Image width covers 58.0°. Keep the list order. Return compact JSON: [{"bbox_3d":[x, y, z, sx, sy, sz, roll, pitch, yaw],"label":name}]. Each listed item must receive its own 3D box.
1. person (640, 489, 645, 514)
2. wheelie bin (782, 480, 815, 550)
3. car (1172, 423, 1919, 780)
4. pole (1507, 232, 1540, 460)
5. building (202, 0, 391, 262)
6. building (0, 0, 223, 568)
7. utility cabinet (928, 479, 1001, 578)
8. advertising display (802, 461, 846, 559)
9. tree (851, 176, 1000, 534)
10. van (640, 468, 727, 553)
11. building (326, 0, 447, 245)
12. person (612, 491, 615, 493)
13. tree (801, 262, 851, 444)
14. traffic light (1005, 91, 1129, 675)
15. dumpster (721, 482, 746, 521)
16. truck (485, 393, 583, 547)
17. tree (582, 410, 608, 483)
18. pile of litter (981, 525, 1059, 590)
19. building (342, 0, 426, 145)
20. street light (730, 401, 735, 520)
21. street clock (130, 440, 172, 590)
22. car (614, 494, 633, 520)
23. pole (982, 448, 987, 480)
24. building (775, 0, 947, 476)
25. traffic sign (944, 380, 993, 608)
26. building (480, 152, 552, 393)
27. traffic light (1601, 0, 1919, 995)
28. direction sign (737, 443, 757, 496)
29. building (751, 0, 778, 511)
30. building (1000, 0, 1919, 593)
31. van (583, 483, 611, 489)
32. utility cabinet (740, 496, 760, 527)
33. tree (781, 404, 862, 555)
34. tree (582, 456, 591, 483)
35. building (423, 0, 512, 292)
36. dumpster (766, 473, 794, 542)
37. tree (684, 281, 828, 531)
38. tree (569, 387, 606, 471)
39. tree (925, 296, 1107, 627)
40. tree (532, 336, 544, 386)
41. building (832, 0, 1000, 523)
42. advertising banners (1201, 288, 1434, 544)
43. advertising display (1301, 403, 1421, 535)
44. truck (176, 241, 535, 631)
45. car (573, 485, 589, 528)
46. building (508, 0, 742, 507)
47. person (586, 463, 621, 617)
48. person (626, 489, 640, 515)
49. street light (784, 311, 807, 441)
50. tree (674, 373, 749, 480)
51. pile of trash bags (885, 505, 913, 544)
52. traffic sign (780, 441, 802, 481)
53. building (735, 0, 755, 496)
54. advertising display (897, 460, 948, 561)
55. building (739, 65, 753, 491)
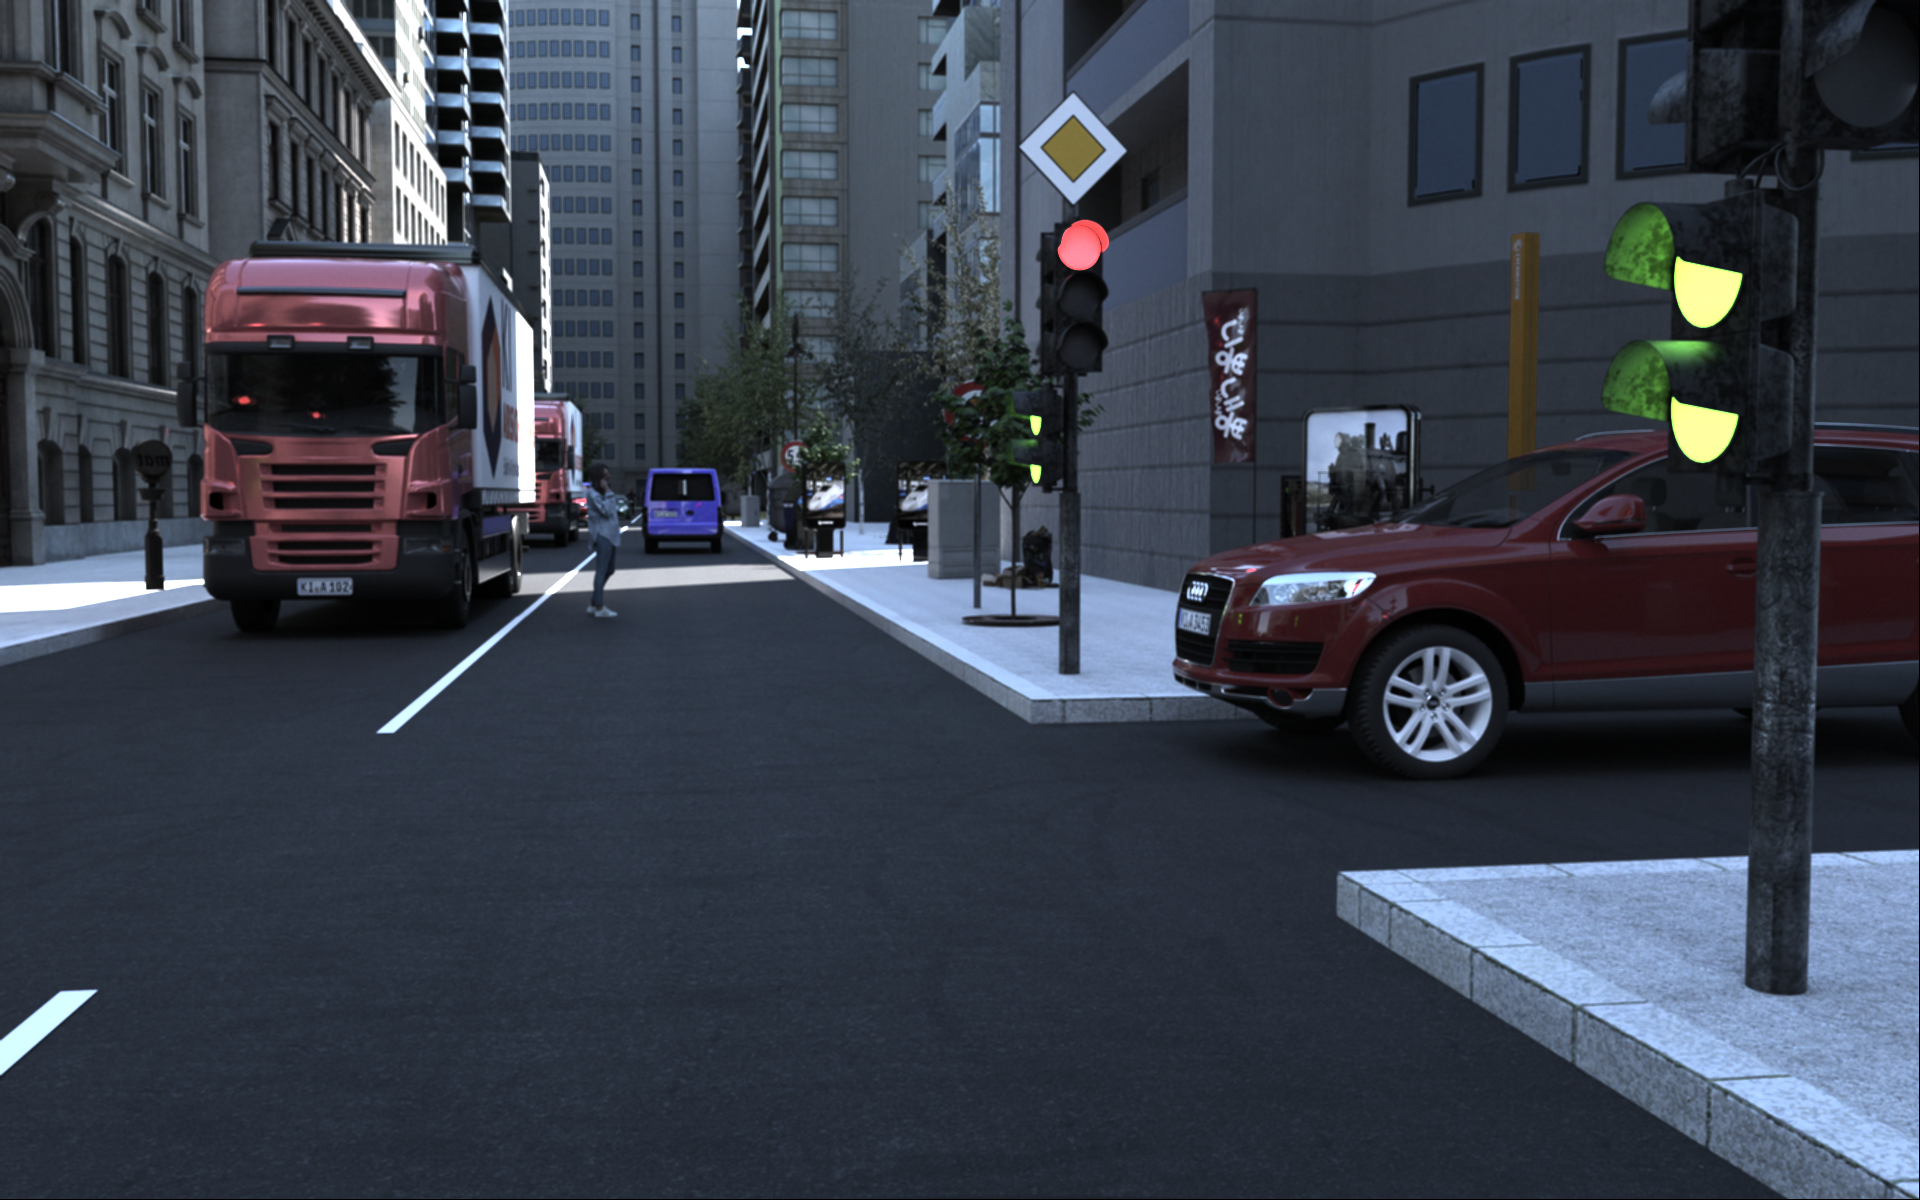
[{"bbox_3d":[-22.140,-6.882,121.534,0.721,1.766,1.217,-1,4,-19],"label":"person"},{"bbox_3d":[-3.671,-1.953,39.839,0.693,1.594,0.980,-2,4,-31],"label":"wheelie bin"},{"bbox_3d":[3.838,-0.072,9.854,5.304,1.827,2.281,-1,4,-10],"label":"car"},{"bbox_3d":[4.429,-1.212,13.661,0.158,3.312,0.155,0,3,0],"label":"pole"},{"bbox_3d":[-24.997,-11.658,55.242,10.561,19.102,19.286,-1,4,-10],"label":"building"},{"bbox_3d":[-22.012,-12.782,28.067,14.460,24.649,34.723,-1,4,-10],"label":"building"},{"bbox_3d":[0.076,-1.088,26.462,1.173,1.500,0.318,-3,4,-37],"label":"utility cabinet"},{"bbox_3d":[-2.709,-1.795,34.564,0.974,1.923,0.123,-3,4,-39],"label":"advertising display"},{"bbox_3d":[0.525,-5.464,39.703,4.360,8.622,3.978,0,3,0],"label":"tree"},{"bbox_3d":[-6.973,-2.403,43.681,2.240,2.365,5.245,-1,4,-9],"label":"van"},{"bbox_3d":[-28.205,-13.396,73.781,10.420,20.320,16.860,-1,4,-10],"label":"building"},{"bbox_3d":[-28.833,-8.224,143.902,0.756,1.711,0.436,2,4,24],"label":"person"},{"bbox_3d":[-3.075,-6.381,54.692,4.360,8.622,3.978,0,3,0],"label":"tree"},{"bbox_3d":[0.763,-1.427,12.258,0.839,4.253,0.868,-1,4,-10],"label":"traffic light"},{"bbox_3d":[-10.806,-4.721,82.951,1.264,1.857,1.865,-1,4,-10],"label":"dumpster"},{"bbox_3d":[-12.413,-3.747,50.178,2.839,4.237,11.283,-1,4,-10],"label":"truck"},{"bbox_3d":[-32.995,-12.314,151.692,4.360,8.622,3.978,0,3,0],"label":"tree"},{"bbox_3d":[0.830,-0.615,24.015,1.176,0.858,1.719,1,4,13],"label":"pile of litter"},{"bbox_3d":[-42.423,-24.579,93.751,32.217,40.220,23.993,-1,4,-10],"label":"building"},{"bbox_3d":[-11.295,-6.920,85.922,0.468,5.910,1.993,-1,4,-10],"label":"street light"},{"bbox_3d":[-10.797,-1.137,23.166,0.471,2.002,0.358,-3,5,-44],"label":"street clock"},{"bbox_3d":[-19.677,-5.310,98.610,2.131,1.459,4.920,-1,4,-10],"label":"car"},{"bbox_3d":[0.761,-3.674,53.908,0.158,3.312,0.155,0,3,0],"label":"pole"},{"bbox_3d":[-3.997,-25.631,102.668,14.154,41.232,14.086,-1,4,-10],"label":"building"},{"bbox_3d":[0.196,-1.181,19.419,0.768,2.556,0.104,0,4,-7],"label":"traffic sign"},{"bbox_3d":[-42.292,-23.017,148.035,14.107,30.474,14.160,-1,4,-10],"label":"building"},{"bbox_3d":[2.103,-0.946,4.386,0.839,4.253,0.868,-1,4,-10],"label":"traffic light"},{"bbox_3d":[-9.411,-5.171,76.538,0.876,3.537,0.379,1,4,10],"label":"direction sign"},{"bbox_3d":[-3.229,-30.399,120.727,21.300,48.544,21.600,-1,4,-10],"label":"building"},{"bbox_3d":[16.095,-29.612,26.151,28.212,58.520,21.231,-1,4,-10],"label":"building"},{"bbox_3d":[-19.215,-5.270,90.545,2.240,2.365,5.245,-1,4,-9],"label":"van"},{"bbox_3d":[-8.132,-3.432,67.269,0.306,1.237,1.020,2,4,24],"label":"utility cabinet"},{"bbox_3d":[-3.096,-2.587,36.895,1.663,3.219,1.824,0,3,0],"label":"tree"},{"bbox_3d":[-28.540,-8.766,127.033,4.285,4.588,4.351,0,3,0],"label":"tree"},{"bbox_3d":[-42.129,-49.420,120.695,22.319,86.520,31.000,-1,4,-10],"label":"building"},{"bbox_3d":[-4.596,-2.535,47.208,1.264,1.857,1.865,-1,4,-10],"label":"dumpster"},{"bbox_3d":[-6.661,-6.742,60.594,4.737,8.622,4.395,0,3,0],"label":"tree"},{"bbox_3d":[-26.967,-10.374,119.984,4.737,8.622,4.395,0,3,0],"label":"tree"},{"bbox_3d":[0.407,-1.380,17.160,1.663,3.219,1.824,0,3,0],"label":"tree"},{"bbox_3d":[-18.672,-7.235,68.651,4.360,8.622,3.978,0,3,0],"label":"tree"},{"bbox_3d":[7.099,-46.446,72.056,22.319,86.520,31.000,-1,4,-10],"label":"building"},{"bbox_3d":[2.935,-1.117,14.451,2.074,3.025,0.090,2,4,35],"label":"advertising banners"},{"bbox_3d":[2.913,-0.456,12.671,0.123,1.923,0.974,-3,5,-40],"label":"advertising display"},{"bbox_3d":[-6.995,-2.002,21.640,2.839,4.237,11.283,-1,4,-9],"label":"truck"},{"bbox_3d":[-16.740,-4.034,74.637,2.281,1.827,5.304,-1,4,-8],"label":"car"},{"bbox_3d":[-37.390,-39.001,179.666,28.212,58.520,21.231,-1,4,-10],"label":"building"},{"bbox_3d":[-4.193,-0.700,20.217,0.793,1.790,0.793,-2,4,-32],"label":"person"},{"bbox_3d":[-22.273,-6.648,117.332,1.348,1.807,0.705,0,4,3],"label":"person"},{"bbox_3d":[-4.167,-4.354,43.968,0.468,5.910,1.993,-1,4,-10],"label":"street light"},{"bbox_3d":[-23.174,-14.983,163.092,7.486,12.596,7.792,0,3,0],"label":"tree"},{"bbox_3d":[-0.292,-2.172,45.265,1.912,1.369,3.447,3,4,37],"label":"pile of trash bags"},{"bbox_3d":[-3.910,-2.530,41.464,0.768,2.556,0.104,0,4,-2],"label":"traffic sign"},{"bbox_3d":[-7.444,-30.063,146.156,22.147,44.769,28.867,-1,4,-10],"label":"building"},{"bbox_3d":[-0.717,-1.703,33.058,0.974,1.923,0.123,1,4,8],"label":"advertising display"},{"bbox_3d":[-15.845,-32.401,179.859,14.200,45.320,14.600,-1,4,-10],"label":"building"}]
